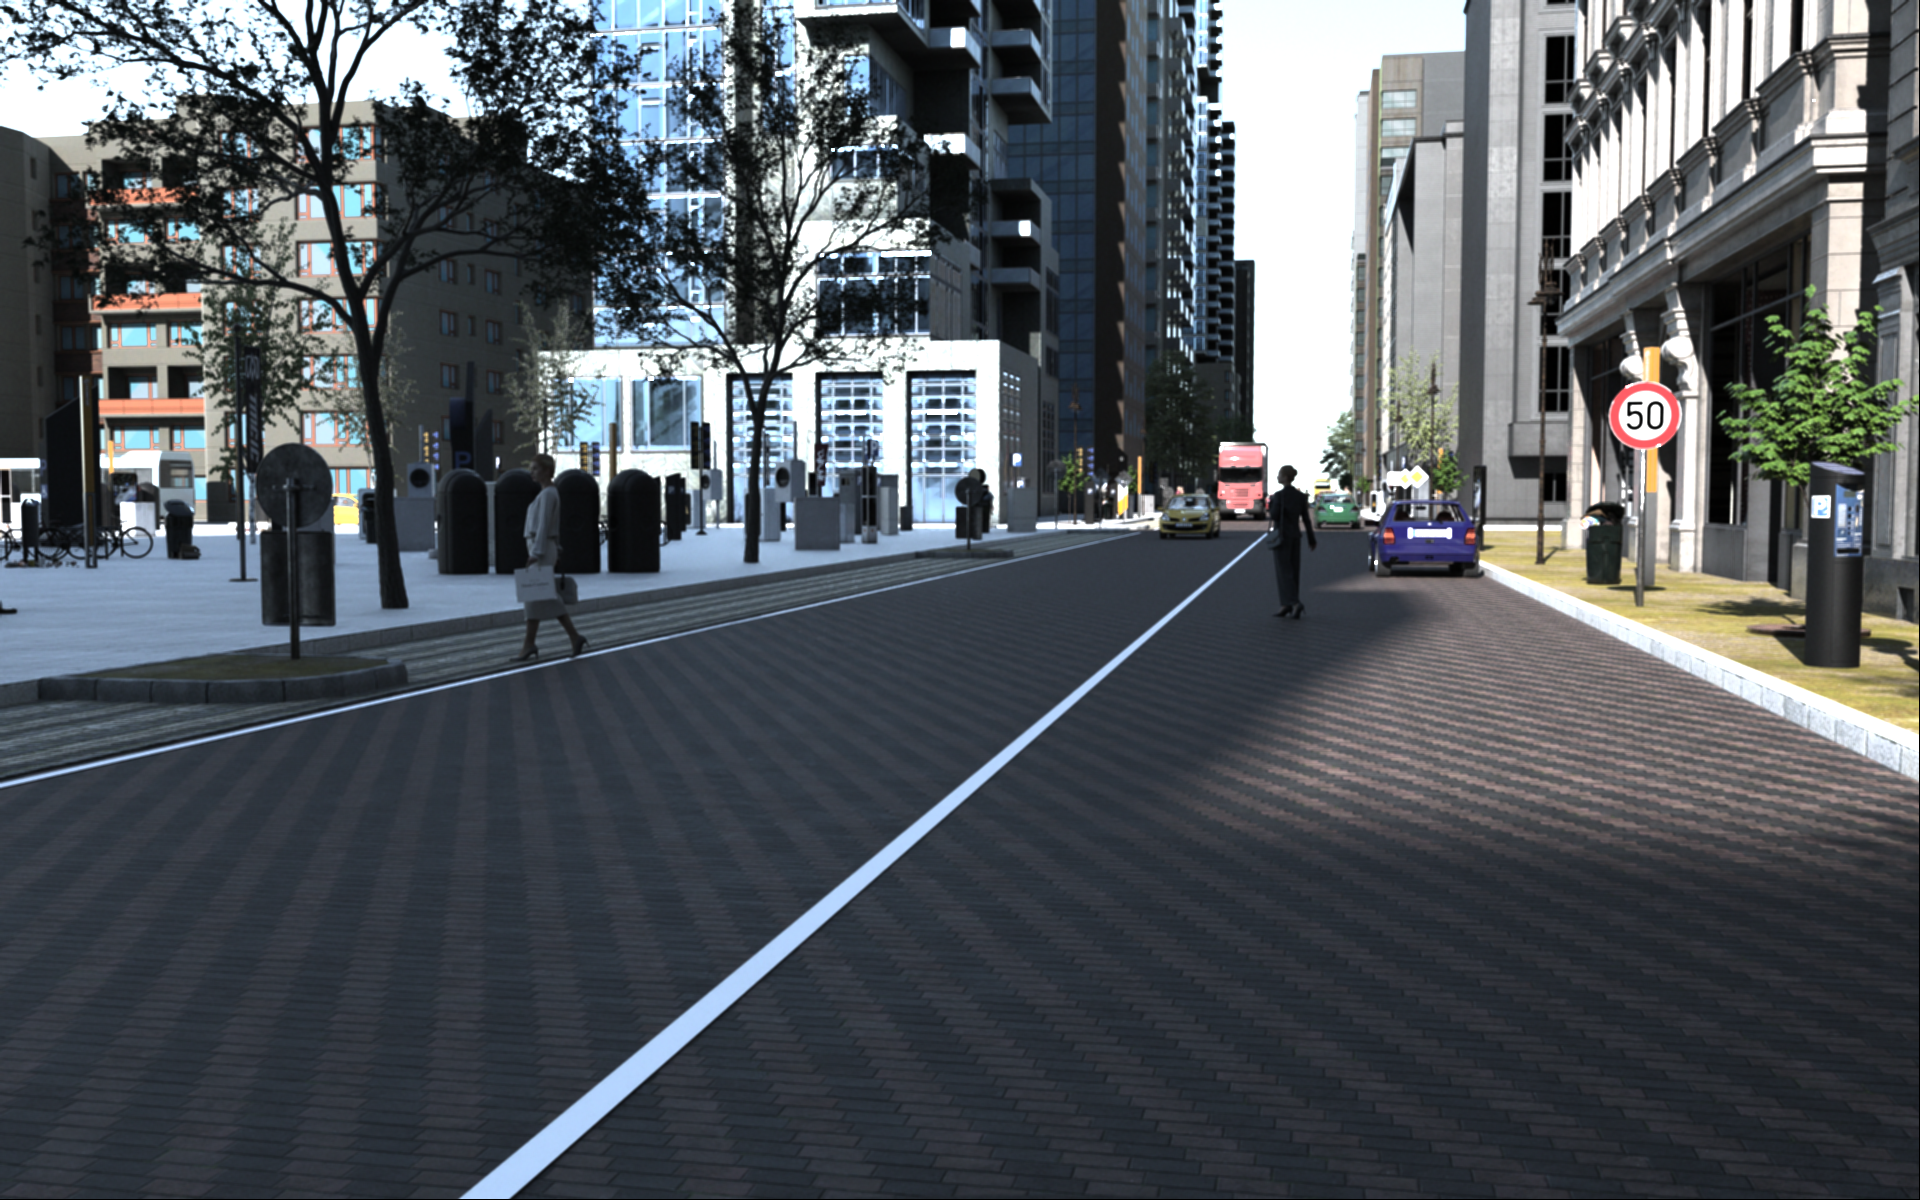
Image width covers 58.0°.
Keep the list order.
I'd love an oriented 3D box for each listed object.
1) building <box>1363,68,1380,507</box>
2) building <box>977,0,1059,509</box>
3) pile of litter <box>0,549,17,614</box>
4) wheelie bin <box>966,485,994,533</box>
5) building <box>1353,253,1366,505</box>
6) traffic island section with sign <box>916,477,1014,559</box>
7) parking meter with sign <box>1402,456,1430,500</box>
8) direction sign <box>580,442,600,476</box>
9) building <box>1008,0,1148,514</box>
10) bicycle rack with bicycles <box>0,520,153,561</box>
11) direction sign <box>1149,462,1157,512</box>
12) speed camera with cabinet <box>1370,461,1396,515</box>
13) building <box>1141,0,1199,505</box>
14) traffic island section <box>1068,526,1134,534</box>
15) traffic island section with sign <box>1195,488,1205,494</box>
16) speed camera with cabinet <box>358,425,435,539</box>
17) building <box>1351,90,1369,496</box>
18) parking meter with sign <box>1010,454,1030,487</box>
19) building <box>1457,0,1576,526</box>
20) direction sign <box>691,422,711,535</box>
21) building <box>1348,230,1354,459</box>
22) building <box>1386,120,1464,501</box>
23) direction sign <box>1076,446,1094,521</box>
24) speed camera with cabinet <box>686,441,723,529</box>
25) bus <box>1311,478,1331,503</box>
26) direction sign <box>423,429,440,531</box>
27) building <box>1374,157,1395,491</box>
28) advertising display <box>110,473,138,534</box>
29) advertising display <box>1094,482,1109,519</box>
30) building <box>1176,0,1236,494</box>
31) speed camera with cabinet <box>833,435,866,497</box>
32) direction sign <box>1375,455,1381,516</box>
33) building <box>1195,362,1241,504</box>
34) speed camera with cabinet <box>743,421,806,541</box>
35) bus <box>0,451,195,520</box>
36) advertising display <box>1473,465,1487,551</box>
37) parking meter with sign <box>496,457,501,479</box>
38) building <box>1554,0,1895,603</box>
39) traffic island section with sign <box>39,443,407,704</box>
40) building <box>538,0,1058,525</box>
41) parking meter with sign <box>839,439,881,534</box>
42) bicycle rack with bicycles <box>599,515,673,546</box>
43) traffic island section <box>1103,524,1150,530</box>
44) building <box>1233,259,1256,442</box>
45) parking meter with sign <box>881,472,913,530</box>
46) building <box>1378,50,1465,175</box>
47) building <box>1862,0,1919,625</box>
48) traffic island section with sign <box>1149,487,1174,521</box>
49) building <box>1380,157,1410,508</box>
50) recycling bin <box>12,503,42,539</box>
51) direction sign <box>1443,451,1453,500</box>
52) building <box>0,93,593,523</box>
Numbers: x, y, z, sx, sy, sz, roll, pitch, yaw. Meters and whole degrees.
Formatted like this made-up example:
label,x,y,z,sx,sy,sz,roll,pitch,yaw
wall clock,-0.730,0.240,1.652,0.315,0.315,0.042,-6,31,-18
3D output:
label,x,y,z,sx,sy,sz,roll,pitch,yaw
building,48.965,-32.297,178.159,14.600,45.320,14.200,1,4,11
building,16.115,-53.747,191.437,22.319,86.520,31.000,1,4,11
pile of litter,-10.758,-0.279,18.527,1.176,0.858,1.719,-2,4,-26
wheelie bin,0.673,-3.019,57.273,0.980,1.594,0.693,-1,4,-20
building,54.416,-26.652,207.460,14.160,30.474,14.107,1,4,11
traffic island section with sign,0.158,-1.866,39.138,1.989,1.847,2.006,1,4,11
parking meter with sign,21.477,-5.156,80.563,1.738,3.016,0.543,0,4,-2
direction sign,-16.077,-5.095,75.299,0.876,3.537,0.379,-2,4,-30
building,5.093,-28.603,117.774,14.600,45.320,14.200,1,4,11
bicycle rack with bicycles,-17.616,-1.286,34.402,2.925,0.926,2.852,-1,4,-16
direction sign,13.584,-7.942,121.843,0.379,3.537,0.876,3,5,41
speed camera with cabinet,25.573,-6.751,104.720,0.660,3.252,2.038,-1,4,-16
building,10.184,-33.204,162.487,23.786,49.044,30.456,1,4,11
traffic island section,5.105,-2.511,63.339,2.009,0.180,2.903,1,4,11
traffic island section with sign,16.682,-6.813,120.020,1.989,1.847,2.006,1,4,11
speed camera with cabinet,-16.077,-3.368,49.402,2.038,3.252,0.660,-1,4,-8
building,67.755,-43.392,251.458,21.231,58.520,28.212,1,4,11
parking meter with sign,2.764,-4.837,75.343,0.543,3.016,1.738,2,4,24
building,33.997,-17.079,72.745,24.014,27.812,14.314,1,4,11
direction sign,-8.156,-3.826,54.545,0.379,3.537,0.876,2,4,34
building,74.381,-40.408,280.281,23.786,49.044,30.456,1,4,11
building,33.829,-17.470,104.697,14.314,24.678,30.058,1,4,11
direction sign,5.878,-5.470,81.431,0.876,3.537,0.379,1,4,19
speed camera with cabinet,-9.692,-4.303,64.685,0.660,3.252,2.038,-3,5,-43
bus,55.790,-16.860,267.205,2.896,3.916,12.252,1,4,10
direction sign,-18.441,-4.186,60.437,0.876,3.537,0.379,2,4,35
building,43.178,-23.142,150.078,14.160,30.474,14.107,1,4,11
advertising display,-25.510,-2.915,52.866,0.123,1.923,0.974,1,4,19
advertising display,7.373,-5.237,90.839,0.974,1.923,0.123,3,5,43
building,33.481,-58.702,272.441,22.319,86.520,31.000,1,4,11
speed camera with cabinet,-3.678,-3.918,58.401,0.660,3.252,2.038,-2,4,-25
direction sign,24.292,-6.635,100.475,0.379,3.537,0.876,0,4,-2
building,25.123,-24.473,245.168,27.650,21.520,28.899,1,4,11
speed camera with cabinet,-5.065,-3.228,47.108,2.038,3.252,0.660,3,5,44
bus,-40.468,-4.983,76.329,13.247,3.499,2.948,1,4,11
advertising display,11.796,-2.087,39.340,0.123,1.923,0.974,0,4,7
parking meter with sign,-20.942,-5.232,81.804,1.738,3.016,0.543,-2,4,-30
building,18.355,-11.463,38.334,10.553,20.767,40.483,1,4,11
traffic island section with sign,-5.219,-0.250,12.723,1.989,1.847,2.006,1,4,11
building,-6.200,-47.399,87.642,22.319,86.520,31.000,1,4,11
parking meter with sign,-3.472,-3.605,55.202,1.738,3.016,0.543,2,4,29
bicycle rack with bicycles,-8.455,-1.818,43.101,2.925,0.926,2.852,1,4,18
traffic island section,6.702,-2.990,71.164,2.009,0.180,2.903,1,4,11
building,42.770,-37.389,294.897,14.154,41.232,14.086,1,4,11
parking meter with sign,-2.521,-3.945,60.763,1.738,3.016,0.543,-2,4,-28
building,46.465,-29.349,163.456,14.154,41.232,14.086,1,4,11
building,12.574,-9.742,8.441,9.793,20.994,18.267,1,4,11
traffic island section with sign,11.292,-5.198,93.607,1.989,1.847,2.006,1,4,11
building,38.301,-19.101,130.318,12.078,24.808,19.932,1,4,11
recycling bin,-26.465,-2.250,49.341,0.722,1.027,0.722,0,4,2
direction sign,25.545,-6.066,91.182,0.876,3.537,0.379,-1,4,-13
building,-36.983,-15.139,92.568,28.899,21.520,27.650,1,4,11
